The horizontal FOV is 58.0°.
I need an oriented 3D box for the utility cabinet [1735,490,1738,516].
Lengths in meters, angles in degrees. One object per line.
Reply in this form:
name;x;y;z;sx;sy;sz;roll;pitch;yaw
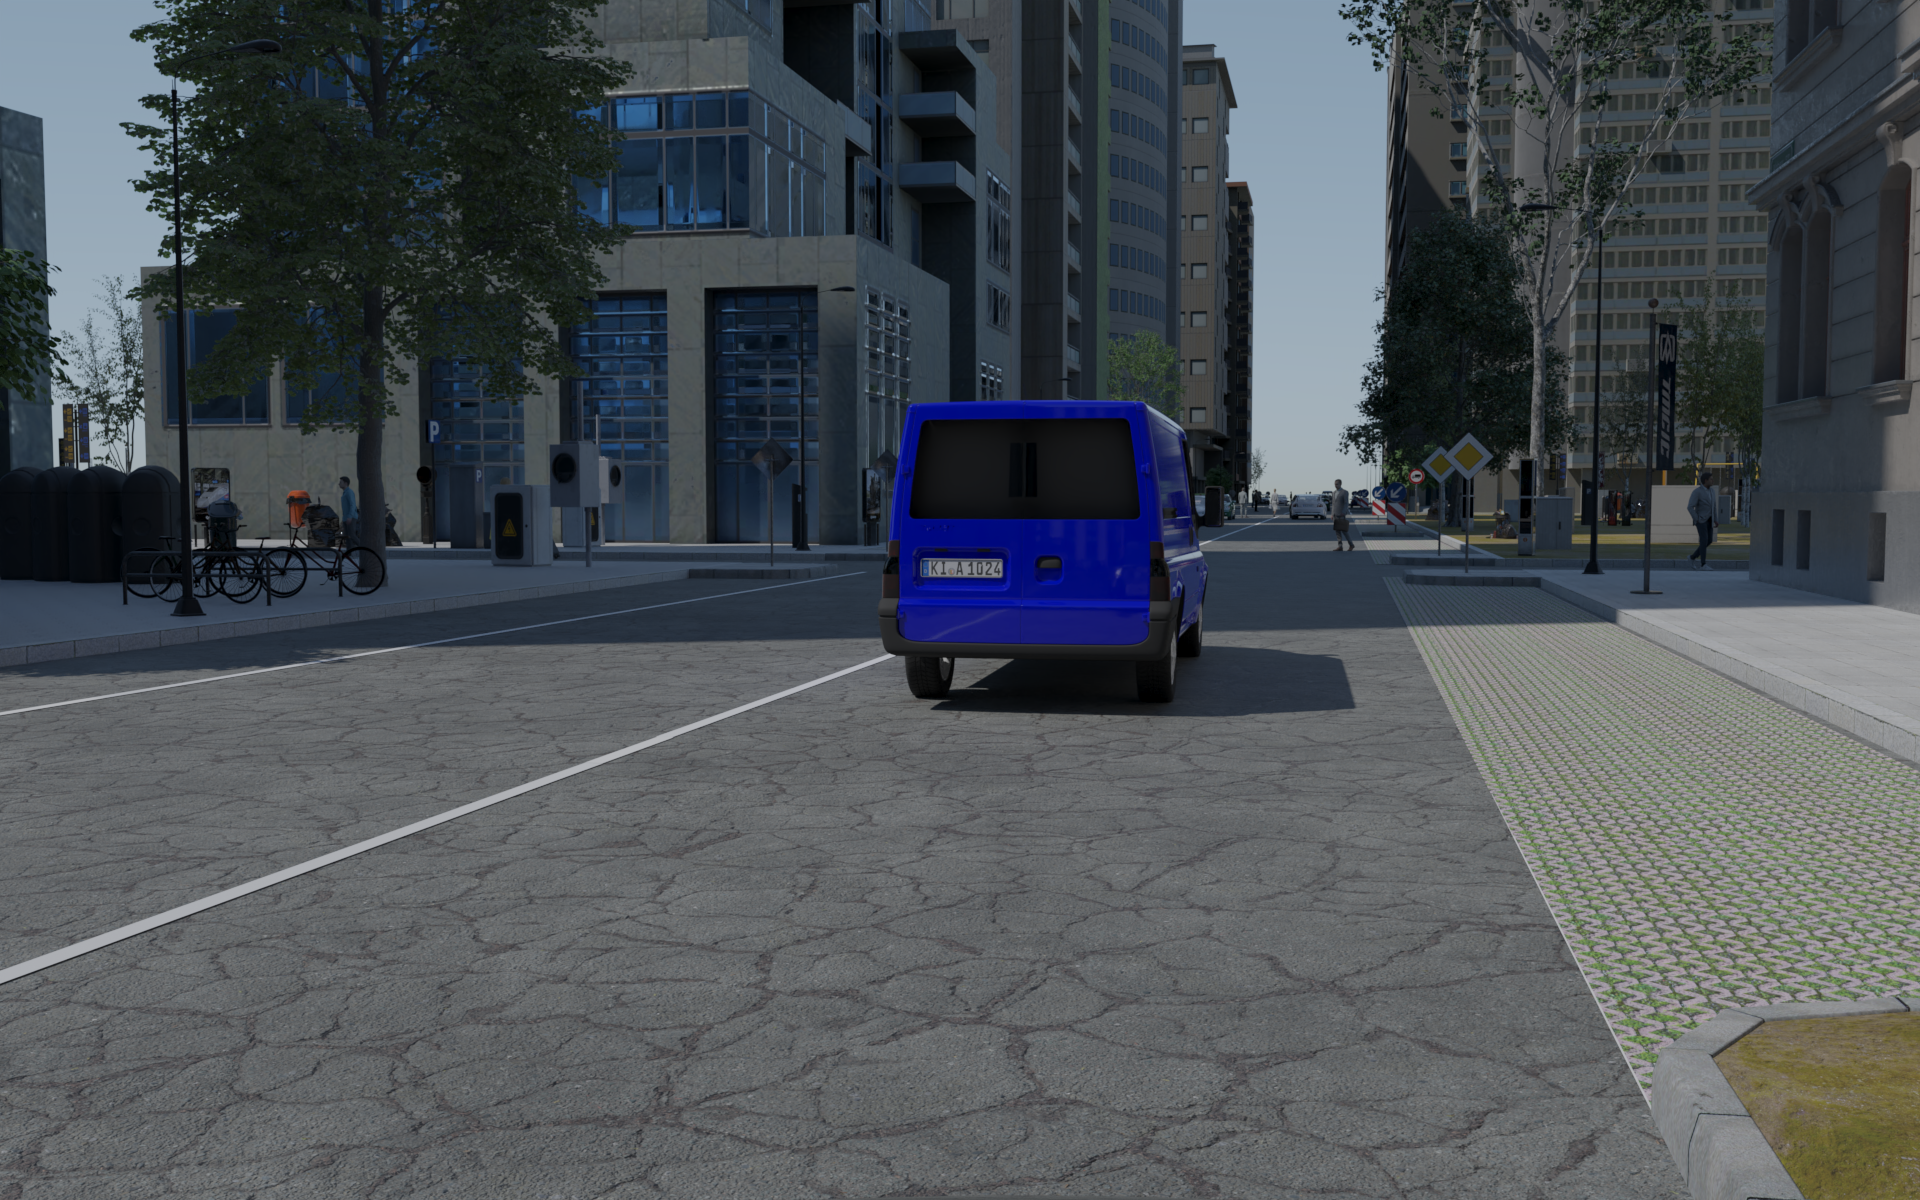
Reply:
utility cabinet;44.387;-5.454;97.857;1.173;1.500;0.318;-1;4;-17

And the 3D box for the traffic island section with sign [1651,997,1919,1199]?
traffic island section with sign;2.478;0.324;3.324;1.989;1.847;2.006;1;4;12

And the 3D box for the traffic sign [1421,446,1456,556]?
traffic sign;9.948;-1.973;35.903;0.795;2.450;0.064;1;4;12

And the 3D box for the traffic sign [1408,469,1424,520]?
traffic sign;22.859;-5.302;86.797;0.768;2.556;0.104;1;4;15

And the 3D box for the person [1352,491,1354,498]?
person;50.388;-13.039;221.779;0.705;1.812;1.348;2;4;24

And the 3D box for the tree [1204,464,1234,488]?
tree;27.740;-12.396;186.395;4.285;4.588;4.351;0;3;0

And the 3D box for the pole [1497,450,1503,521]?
pole;22.637;-4.818;72.616;0.158;3.312;0.155;0;3;0

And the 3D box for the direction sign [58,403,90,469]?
direction sign;-22.133;-3.146;43.439;0.876;3.537;0.379;1;4;23

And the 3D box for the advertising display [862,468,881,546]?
advertising display;-2.189;-2.300;42.821;0.123;1.923;0.974;1;4;18

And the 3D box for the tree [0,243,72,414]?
tree;-9.402;-1.883;14.504;4.285;4.588;4.351;0;3;0

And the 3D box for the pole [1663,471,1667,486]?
pole;39.437;-6.306;96.951;0.158;3.312;0.155;0;3;0

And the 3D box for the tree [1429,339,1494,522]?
tree;22.233;-7.849;78.694;4.737;8.622;4.395;0;3;0

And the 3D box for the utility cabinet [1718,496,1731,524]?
utility cabinet;32.512;-3.864;74.342;1.020;1.237;0.306;2;4;31

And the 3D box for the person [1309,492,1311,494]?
person;42.594;-12.294;210.223;0.721;1.743;1.217;-1;4;-22

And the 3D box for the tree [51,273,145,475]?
tree;-27.332;-6.480;56.315;4.360;8.622;3.978;0;3;0

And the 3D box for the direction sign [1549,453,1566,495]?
direction sign;33.231;-6.382;96.349;0.876;3.537;0.379;2;4;29

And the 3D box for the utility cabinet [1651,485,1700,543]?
utility cabinet;18.475;-2.209;44.794;1.173;1.500;0.318;1;4;18

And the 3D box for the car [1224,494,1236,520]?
car;14.395;-5.202;96.854;2.131;1.459;4.920;1;4;13

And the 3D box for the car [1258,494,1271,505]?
car;38.766;-12.954;221.586;2.009;1.686;4.222;1;4;13

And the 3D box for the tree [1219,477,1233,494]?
tree;27.621;-11.488;182.430;1.663;3.219;1.824;0;3;0

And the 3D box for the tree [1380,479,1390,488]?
tree;47.192;-12.032;191.326;1.663;3.219;1.824;0;3;0

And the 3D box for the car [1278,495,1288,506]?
car;39.622;-12.349;214.262;2.083;1.381;4.827;1;4;12

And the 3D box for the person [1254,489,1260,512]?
person;24.156;-8.105;141.028;0.705;1.823;1.348;0;4;-8

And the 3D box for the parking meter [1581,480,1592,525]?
parking meter;25.750;-4.001;71.128;0.399;1.863;0.255;-1;4;-15

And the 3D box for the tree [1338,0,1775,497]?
tree;17.009;-11.630;46.039;12.611;20.169;13.585;0;3;0

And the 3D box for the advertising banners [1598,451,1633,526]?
advertising banners;26.413;-4.514;69.985;0.090;3.025;2.074;-1;4;-23

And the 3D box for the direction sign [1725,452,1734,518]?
direction sign;41.300;-6.179;93.024;0.876;3.537;0.379;-3;5;-41

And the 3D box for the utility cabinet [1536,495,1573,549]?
utility cabinet;13.689;-1.778;40.229;1.020;1.237;0.306;-1;4;-9

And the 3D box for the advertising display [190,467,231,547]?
advertising display;-18.261;-2.265;42.239;0.123;1.923;0.974;2;4;35

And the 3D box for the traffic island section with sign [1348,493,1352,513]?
traffic island section with sign;31.136;-7.654;133.778;1.989;1.847;2.006;1;4;12

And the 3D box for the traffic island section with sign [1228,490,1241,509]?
traffic island section with sign;25.519;-9.391;162.174;1.989;1.847;2.006;1;4;12

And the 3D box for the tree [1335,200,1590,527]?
tree;19.585;-9.214;67.658;9.611;12.733;9.660;0;3;0

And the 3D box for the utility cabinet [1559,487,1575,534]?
utility cabinet;19.427;-2.865;55.519;0.318;1.500;1.173;1;4;9

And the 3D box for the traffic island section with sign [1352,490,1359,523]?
traffic island section with sign;20.357;-4.655;84.743;1.989;1.847;2.006;1;4;12

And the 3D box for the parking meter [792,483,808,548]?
parking meter;-3.814;-2.007;41.230;0.372;1.533;0.369;0;3;0

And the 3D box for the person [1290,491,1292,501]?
person;45.706;-14.109;239.275;0.705;1.812;1.348;1;4;16

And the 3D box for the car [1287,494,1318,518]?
car;20.711;-5.780;104.294;2.009;1.686;4.222;1;4;11

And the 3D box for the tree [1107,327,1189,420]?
tree;10.525;-11.113;107.451;9.928;11.665;9.643;0;3;0

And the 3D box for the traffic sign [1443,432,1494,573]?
traffic sign;8.235;-1.496;28.103;0.795;2.450;0.064;1;4;12

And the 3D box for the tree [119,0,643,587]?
tree;-7.942;-6.477;24.026;7.486;12.596;7.792;0;3;0

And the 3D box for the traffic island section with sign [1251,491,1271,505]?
traffic island section with sign;37.541;-12.738;216.892;1.989;1.847;2.006;1;4;12

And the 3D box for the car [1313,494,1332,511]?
car;30.212;-8.186;145.635;2.131;1.459;4.920;1;4;12

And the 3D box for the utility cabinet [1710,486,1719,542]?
utility cabinet;19.343;-2.247;45.409;1.173;1.500;0.318;-2;4;-28

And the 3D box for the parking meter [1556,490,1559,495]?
parking meter;34.204;-5.533;98.877;0.372;1.533;0.369;0;3;0

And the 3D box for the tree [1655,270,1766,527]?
tree;24.995;-6.581;57.963;4.737;8.622;4.395;0;3;0

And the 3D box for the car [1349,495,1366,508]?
car;41.052;-10.127;178.154;1.945;1.354;3.894;1;4;12

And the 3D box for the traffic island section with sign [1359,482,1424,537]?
traffic island section with sign;14.541;-3.036;58.262;1.989;1.847;2.006;1;4;12

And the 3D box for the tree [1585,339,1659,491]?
tree;32.049;-8.124;83.191;4.360;8.622;3.978;0;3;0

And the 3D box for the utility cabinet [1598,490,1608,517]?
utility cabinet;35.016;-5.219;94.002;1.173;1.500;0.318;-1;4;-20

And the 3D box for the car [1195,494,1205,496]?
car;17.162;-6.996;123.188;1.959;1.807;4.718;1;4;10

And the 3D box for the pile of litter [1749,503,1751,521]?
pile of litter;37.441;-4.124;81.393;1.719;0.858;1.176;-2;4;-24

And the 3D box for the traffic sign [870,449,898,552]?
traffic sign;-1.617;-2.129;38.454;0.795;2.450;0.064;1;4;12

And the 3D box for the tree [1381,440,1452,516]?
tree;28.654;-7.790;111.084;4.285;4.588;4.351;0;3;0

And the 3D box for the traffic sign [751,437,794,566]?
traffic sign;-3.330;-1.652;30.655;0.795;2.450;0.064;1;4;12

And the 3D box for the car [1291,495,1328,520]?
car;19.808;-5.252;98.229;2.083;1.381;4.827;1;4;14

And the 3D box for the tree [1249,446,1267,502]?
tree;45.589;-19.439;268.183;4.737;8.622;4.395;0;3;0

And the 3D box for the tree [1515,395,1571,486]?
tree;33.697;-9.279;102.066;4.360;8.622;3.978;0;3;0

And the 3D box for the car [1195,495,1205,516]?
car;10.670;-4.083;79.121;2.083;1.381;4.827;1;4;14

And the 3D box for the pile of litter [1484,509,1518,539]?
pile of litter;15.816;-2.197;49.883;1.176;0.858;1.719;0;4;-4
